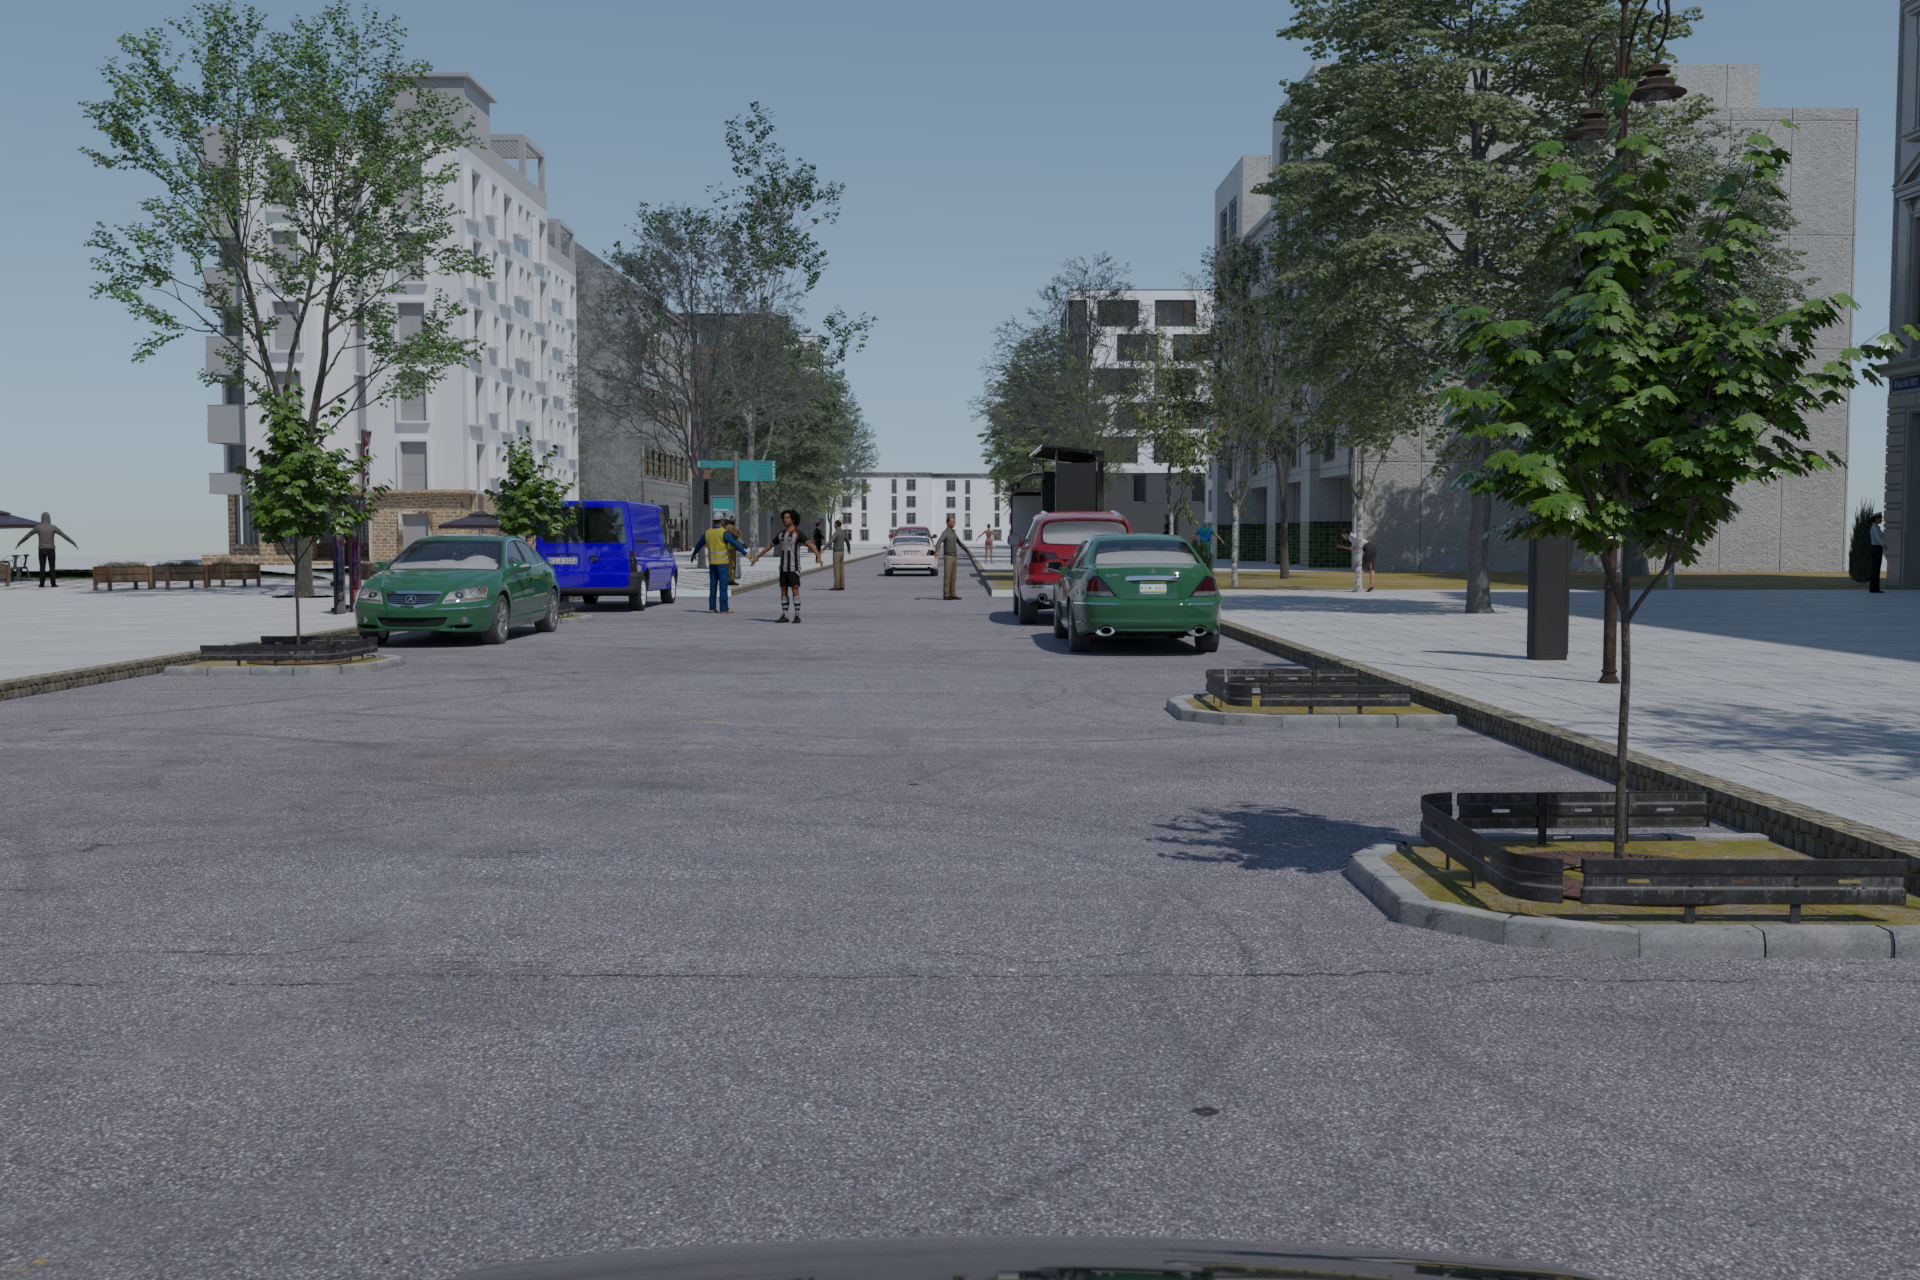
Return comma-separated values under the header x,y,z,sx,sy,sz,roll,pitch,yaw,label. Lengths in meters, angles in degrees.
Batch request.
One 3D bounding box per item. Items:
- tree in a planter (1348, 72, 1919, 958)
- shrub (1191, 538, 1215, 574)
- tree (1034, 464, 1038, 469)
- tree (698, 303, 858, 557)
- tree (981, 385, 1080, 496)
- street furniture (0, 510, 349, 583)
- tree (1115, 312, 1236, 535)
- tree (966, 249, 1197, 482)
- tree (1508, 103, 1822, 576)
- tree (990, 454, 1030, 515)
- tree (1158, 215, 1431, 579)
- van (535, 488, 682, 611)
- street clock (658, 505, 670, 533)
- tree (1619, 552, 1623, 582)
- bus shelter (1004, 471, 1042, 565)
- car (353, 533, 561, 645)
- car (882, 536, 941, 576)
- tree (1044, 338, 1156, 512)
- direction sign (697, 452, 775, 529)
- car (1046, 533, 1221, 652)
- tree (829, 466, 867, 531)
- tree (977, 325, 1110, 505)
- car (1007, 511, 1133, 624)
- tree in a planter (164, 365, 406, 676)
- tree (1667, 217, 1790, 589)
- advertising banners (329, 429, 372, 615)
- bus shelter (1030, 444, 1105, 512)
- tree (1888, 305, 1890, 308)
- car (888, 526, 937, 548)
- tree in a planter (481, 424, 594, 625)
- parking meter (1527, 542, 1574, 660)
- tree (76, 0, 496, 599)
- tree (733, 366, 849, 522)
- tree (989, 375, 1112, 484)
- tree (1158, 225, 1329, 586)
x,y,z,sx,sy,sz,roll,pitch,yaw,label
2.610,-0.583,6.749,1.991,3.239,1.994,0,4,1,tree in a planter
5.972,-1.998,43.781,1.383,1.207,1.383,0,3,0,shrub
5.532,-11.483,138.107,4.737,8.622,4.395,0,3,0,tree
-9.994,-11.545,95.421,9.857,13.997,8.962,0,3,0,tree
5.294,-11.682,116.749,9.928,11.665,9.643,0,3,0,tree
-30.862,-2.814,51.039,27.439,1.986,14.083,0,4,-8,street furniture
7.368,-6.599,58.264,4.737,8.622,4.395,0,3,0,tree
5.361,-10.076,75.105,12.009,13.543,11.850,0,3,0,tree
20.857,-8.954,53.056,9.857,13.997,8.962,0,3,0,tree
4.754,-11.860,144.269,4.737,8.622,4.395,0,3,0,tree
9.441,-7.033,49.405,8.767,10.594,7.601,2,4,27,tree
-6.817,-1.807,33.921,2.240,2.365,5.245,0,4,0,van
-7.367,-2.353,43.045,0.358,2.002,0.471,0,4,1,street clock
17.675,-5.821,45.539,4.737,8.622,4.395,0,3,0,tree
2.584,-3.942,58.375,2.014,3.302,5.546,0,4,0,bus shelter
-6.844,-0.744,23.970,2.131,1.459,4.920,0,4,0,car
-1.688,-2.934,60.330,2.083,1.381,4.827,0,4,-1,car
4.919,-7.066,65.894,4.360,8.622,3.978,0,3,0,tree
-7.238,-4.156,56.719,2.525,3.948,1.411,0,4,0,direction sign
2.221,-0.651,22.445,2.131,1.459,4.920,0,4,-1,car
-10.697,-11.962,145.948,4.360,8.622,3.978,0,3,0,tree
4.504,-10.789,94.521,7.486,12.596,7.792,0,3,0,tree
1.948,-1.252,29.137,2.281,1.827,5.304,0,4,0,car
-7.070,-1.295,18.403,1.991,3.239,1.994,0,4,0,tree in a planter
16.662,-5.523,40.668,4.360,8.622,3.978,0,3,0,tree
-9.952,-1.970,28.404,0.090,3.025,2.074,0,4,-1,advertising banners
2.966,-3.496,48.444,1.731,3.624,6.357,0,4,-1,bus shelter
26.283,-5.797,45.137,4.737,8.622,4.395,0,3,0,tree
-2.215,-4.463,81.643,2.281,1.827,5.304,0,4,-1,car
-7.069,-1.894,28.193,1.991,3.239,1.994,0,4,1,tree in a planter
6.016,-0.730,17.646,0.399,1.863,0.255,0,4,0,parking meter
-13.210,-6.644,34.389,9.928,11.665,9.643,0,3,0,tree
-10.833,-11.489,105.979,7.486,12.596,7.792,0,3,0,tree
5.621,-11.060,106.581,9.928,11.665,9.643,0,3,0,tree
6.498,-5.621,42.258,4.360,8.622,3.978,0,3,0,tree
